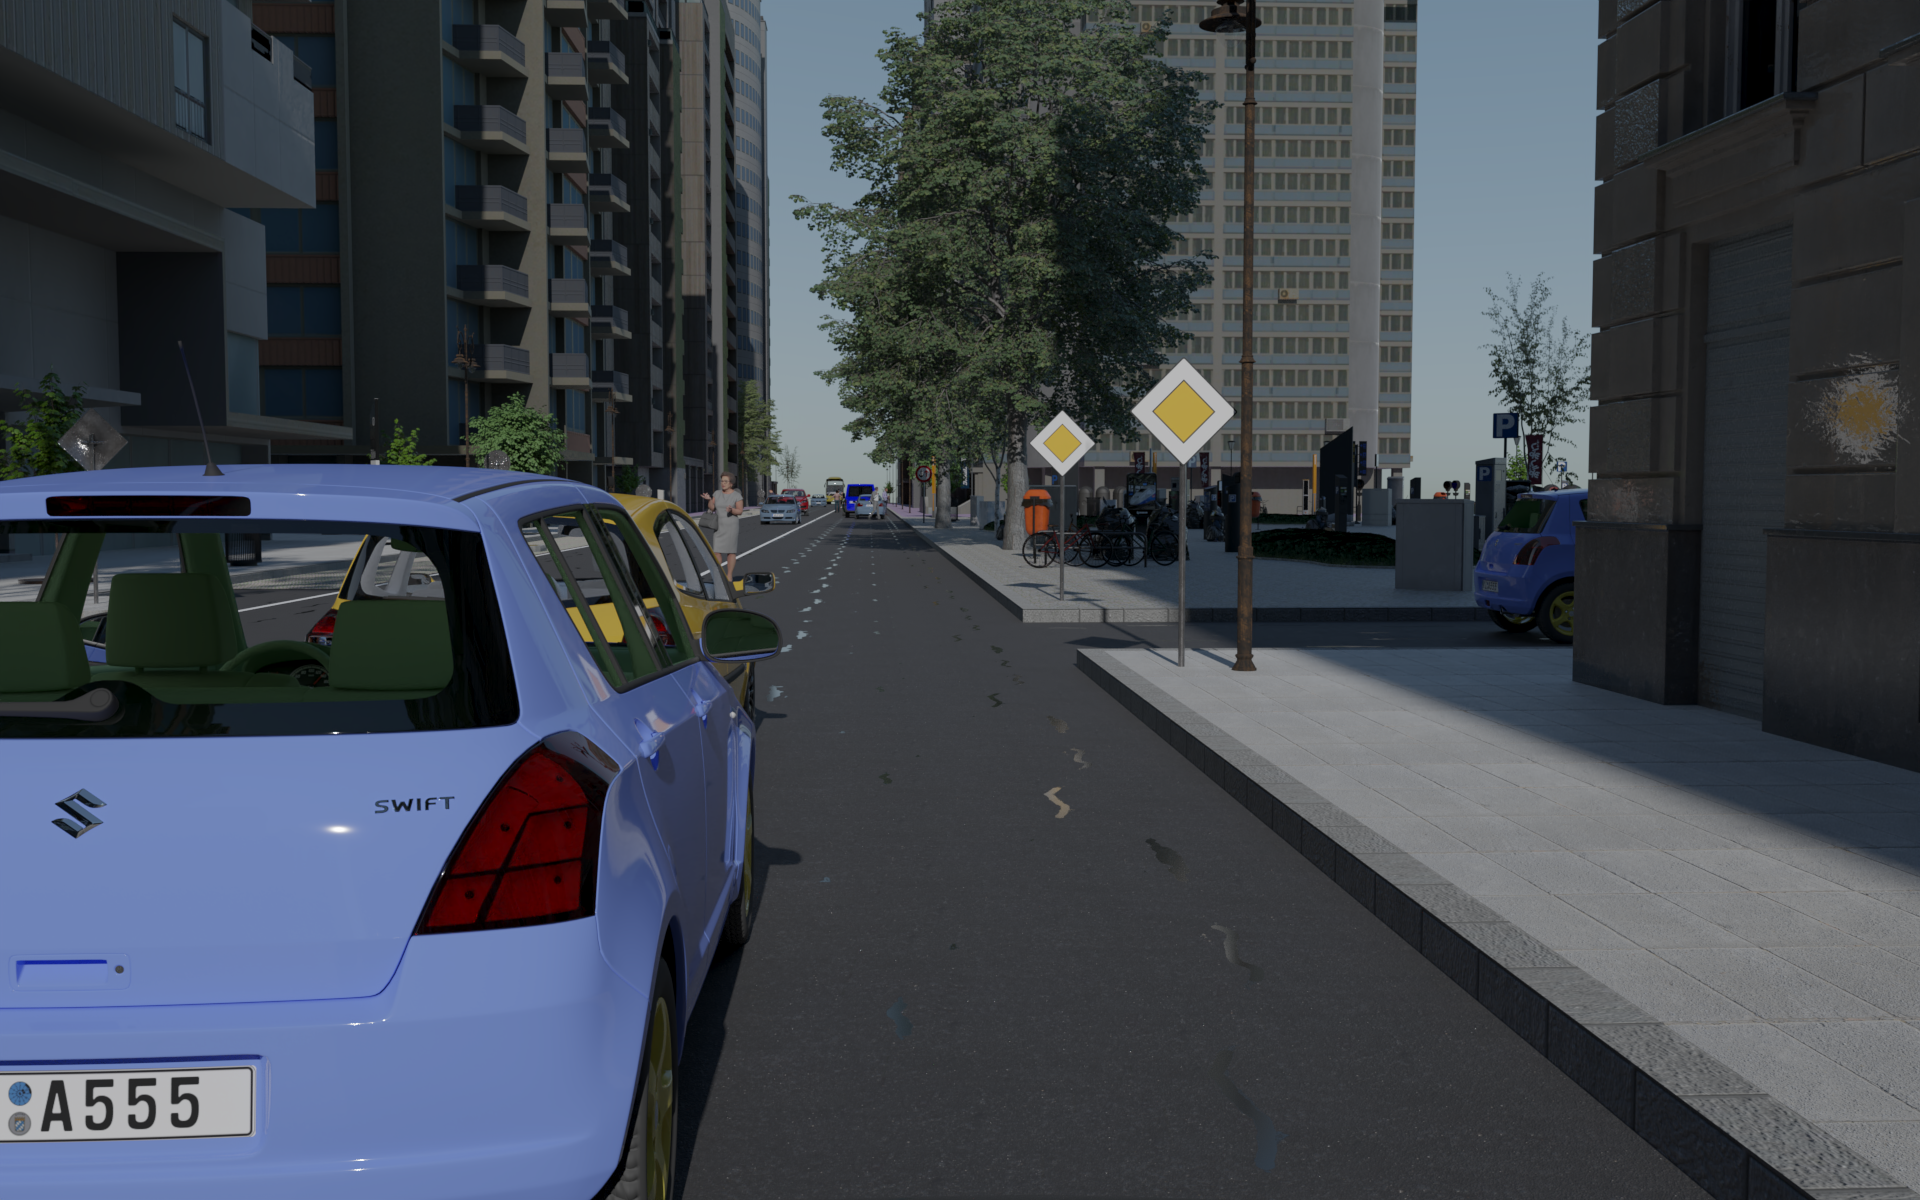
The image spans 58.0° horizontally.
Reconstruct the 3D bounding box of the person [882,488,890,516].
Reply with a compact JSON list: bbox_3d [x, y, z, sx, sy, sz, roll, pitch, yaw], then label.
[{"bbox_3d":[-4.816,-6.475,114.230,0.599,1.838,0.709,1,4,22],"label":"person"}]

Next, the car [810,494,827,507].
[{"bbox_3d":[-15.785,-11.071,193.015,2.014,1.417,4.499,0,4,-5],"label":"car"}]

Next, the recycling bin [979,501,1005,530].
[{"bbox_3d":[1.146,-3.003,61.648,0.722,1.027,0.722,-2,4,-24],"label":"recycling bin"}]

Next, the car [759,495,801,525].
[{"bbox_3d":[-8.530,-4.313,82.518,2.014,1.417,4.499,0,4,-2],"label":"car"}]

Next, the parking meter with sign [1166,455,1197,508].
[{"bbox_3d":[9.948,-5.038,78.639,0.543,3.016,1.738,-2,4,-34],"label":"parking meter with sign"}]

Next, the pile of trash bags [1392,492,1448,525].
[{"bbox_3d":[18.912,-3.784,71.618,3.447,1.369,1.912,-3,4,-36],"label":"pile of trash bags"}]

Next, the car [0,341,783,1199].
[{"bbox_3d":[-1.439,0.319,4.377,1.945,1.707,3.694,0,4,-3],"label":"car"}]

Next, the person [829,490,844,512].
[{"bbox_3d":[-9.583,-7.678,134.745,1.217,1.736,0.721,-1,4,-16],"label":"person"}]

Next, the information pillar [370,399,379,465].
[{"bbox_3d":[-14.417,-3.141,42.713,0.183,3.616,0.504,-2,4,-33],"label":"information pillar"}]

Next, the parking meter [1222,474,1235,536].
[{"bbox_3d":[7.709,-2.689,49.678,0.399,1.863,0.255,0,4,5],"label":"parking meter"}]

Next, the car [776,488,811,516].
[{"bbox_3d":[-11.017,-6.471,114.473,2.281,1.827,5.304,0,4,-5],"label":"car"}]

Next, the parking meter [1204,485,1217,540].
[{"bbox_3d":[7.045,-2.466,48.723,0.372,1.533,0.369,0,3,0],"label":"parking meter"}]

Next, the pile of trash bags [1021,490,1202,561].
[{"bbox_3d":[2.889,-1.501,34.294,3.447,1.369,1.912,1,4,15],"label":"pile of trash bags"}]

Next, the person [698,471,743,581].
[{"bbox_3d":[-3.744,-1.103,26.899,0.716,1.782,0.532,1,4,13],"label":"person"}]

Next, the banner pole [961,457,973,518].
[{"bbox_3d":[0.421,-6.306,93.127,0.863,3.779,0.401,1,4,15],"label":"banner pole"}]

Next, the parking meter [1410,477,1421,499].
[{"bbox_3d":[15.806,-3.329,60.148,0.255,1.863,0.399,-1,4,-14],"label":"parking meter"}]

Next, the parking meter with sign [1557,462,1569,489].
[{"bbox_3d":[32.758,-5.942,93.405,0.543,3.016,1.738,3,5,41],"label":"parking meter with sign"}]

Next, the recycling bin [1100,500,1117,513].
[{"bbox_3d":[6.740,-4.042,78.643,0.722,1.027,0.722,1,4,8],"label":"recycling bin"}]

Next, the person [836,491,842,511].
[{"bbox_3d":[-10.026,-8.193,143.258,0.445,1.727,0.742,1,4,22],"label":"person"}]

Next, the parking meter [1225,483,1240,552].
[{"bbox_3d":[6.043,-1.825,38.252,0.372,1.533,0.369,0,3,0],"label":"parking meter"}]

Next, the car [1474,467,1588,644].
[{"bbox_3d":[7.102,-0.473,17.330,3.694,1.707,1.945,0,4,-1],"label":"car"}]

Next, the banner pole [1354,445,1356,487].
[{"bbox_3d":[17.399,-5.345,77.412,0.401,3.779,0.863,-3,5,-41],"label":"banner pole"}]

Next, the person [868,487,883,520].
[{"bbox_3d":[-4.637,-5.259,94.591,0.850,1.850,0.679,1,4,11],"label":"person"}]

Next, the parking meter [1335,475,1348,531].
[{"bbox_3d":[11.458,-2.836,52.079,0.255,1.863,0.399,-1,4,-11],"label":"parking meter"}]

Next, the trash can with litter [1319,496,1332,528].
[{"bbox_3d":[13.767,-3.328,65.476,1.678,1.210,2.233,0,4,7],"label":"trash can with litter"}]

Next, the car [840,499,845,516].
[{"bbox_3d":[-7.036,-6.509,116.211,2.009,1.686,4.222,0,4,-3],"label":"car"}]

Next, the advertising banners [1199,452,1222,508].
[{"bbox_3d":[10.717,-4.615,71.641,2.074,3.025,0.090,3,5,45],"label":"advertising banners"}]

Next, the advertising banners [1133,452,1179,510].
[{"bbox_3d":[8.118,-4.597,71.355,2.074,3.025,0.090,1,4,22],"label":"advertising banners"}]

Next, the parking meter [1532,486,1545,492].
[{"bbox_3d":[17.638,-2.716,52.818,0.372,1.533,0.369,0,3,0],"label":"parking meter"}]

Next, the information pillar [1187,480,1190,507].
[{"bbox_3d":[11.387,-5.070,87.389,0.304,2.012,0.304,2,4,31],"label":"information pillar"}]

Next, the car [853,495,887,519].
[{"bbox_3d":[-5.175,-5.353,99.521,2.014,1.417,4.499,0,4,-3],"label":"car"}]

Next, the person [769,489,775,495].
[{"bbox_3d":[-13.012,-6.742,119.186,0.568,1.767,0.683,-2,4,-29],"label":"person"}]

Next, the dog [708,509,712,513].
[{"bbox_3d":[-13.251,-4.548,91.195,0.513,0.831,0.800,-1,4,-21],"label":"dog"}]

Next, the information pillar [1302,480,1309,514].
[{"bbox_3d":[17.637,-5.134,88.425,0.304,2.012,0.304,0,4,4],"label":"information pillar"}]

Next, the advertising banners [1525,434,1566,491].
[{"bbox_3d":[17.438,-3.307,50.262,2.074,3.025,0.090,2,4,28],"label":"advertising banners"}]

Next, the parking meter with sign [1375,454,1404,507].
[{"bbox_3d":[18.858,-4.814,74.973,1.738,3.016,0.543,1,4,22],"label":"parking meter with sign"}]

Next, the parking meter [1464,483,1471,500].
[{"bbox_3d":[25.560,-4.991,87.318,0.255,1.863,0.399,0,4,4],"label":"parking meter"}]

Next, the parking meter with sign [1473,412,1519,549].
[{"bbox_3d":[11.167,-2.464,36.543,0.543,3.016,1.738,3,5,39],"label":"parking meter with sign"}]

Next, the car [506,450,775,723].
[{"bbox_3d":[-1.976,0.091,8.731,2.015,1.641,3.980,0,4,-3],"label":"car"}]

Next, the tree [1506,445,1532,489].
[{"bbox_3d":[21.734,-4.477,67.792,1.663,3.219,1.824,0,3,0],"label":"tree"}]

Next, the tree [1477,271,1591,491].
[{"bbox_3d":[18.974,-6.526,57.055,4.360,8.622,3.978,0,3,0],"label":"tree"}]

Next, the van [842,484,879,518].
[{"bbox_3d":[-6.039,-6.174,105.324,2.240,2.365,5.245,0,4,-3],"label":"van"}]

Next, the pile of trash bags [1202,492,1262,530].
[{"bbox_3d":[9.649,-3.262,63.085,1.912,1.369,3.447,-3,4,-38],"label":"pile of trash bags"}]
